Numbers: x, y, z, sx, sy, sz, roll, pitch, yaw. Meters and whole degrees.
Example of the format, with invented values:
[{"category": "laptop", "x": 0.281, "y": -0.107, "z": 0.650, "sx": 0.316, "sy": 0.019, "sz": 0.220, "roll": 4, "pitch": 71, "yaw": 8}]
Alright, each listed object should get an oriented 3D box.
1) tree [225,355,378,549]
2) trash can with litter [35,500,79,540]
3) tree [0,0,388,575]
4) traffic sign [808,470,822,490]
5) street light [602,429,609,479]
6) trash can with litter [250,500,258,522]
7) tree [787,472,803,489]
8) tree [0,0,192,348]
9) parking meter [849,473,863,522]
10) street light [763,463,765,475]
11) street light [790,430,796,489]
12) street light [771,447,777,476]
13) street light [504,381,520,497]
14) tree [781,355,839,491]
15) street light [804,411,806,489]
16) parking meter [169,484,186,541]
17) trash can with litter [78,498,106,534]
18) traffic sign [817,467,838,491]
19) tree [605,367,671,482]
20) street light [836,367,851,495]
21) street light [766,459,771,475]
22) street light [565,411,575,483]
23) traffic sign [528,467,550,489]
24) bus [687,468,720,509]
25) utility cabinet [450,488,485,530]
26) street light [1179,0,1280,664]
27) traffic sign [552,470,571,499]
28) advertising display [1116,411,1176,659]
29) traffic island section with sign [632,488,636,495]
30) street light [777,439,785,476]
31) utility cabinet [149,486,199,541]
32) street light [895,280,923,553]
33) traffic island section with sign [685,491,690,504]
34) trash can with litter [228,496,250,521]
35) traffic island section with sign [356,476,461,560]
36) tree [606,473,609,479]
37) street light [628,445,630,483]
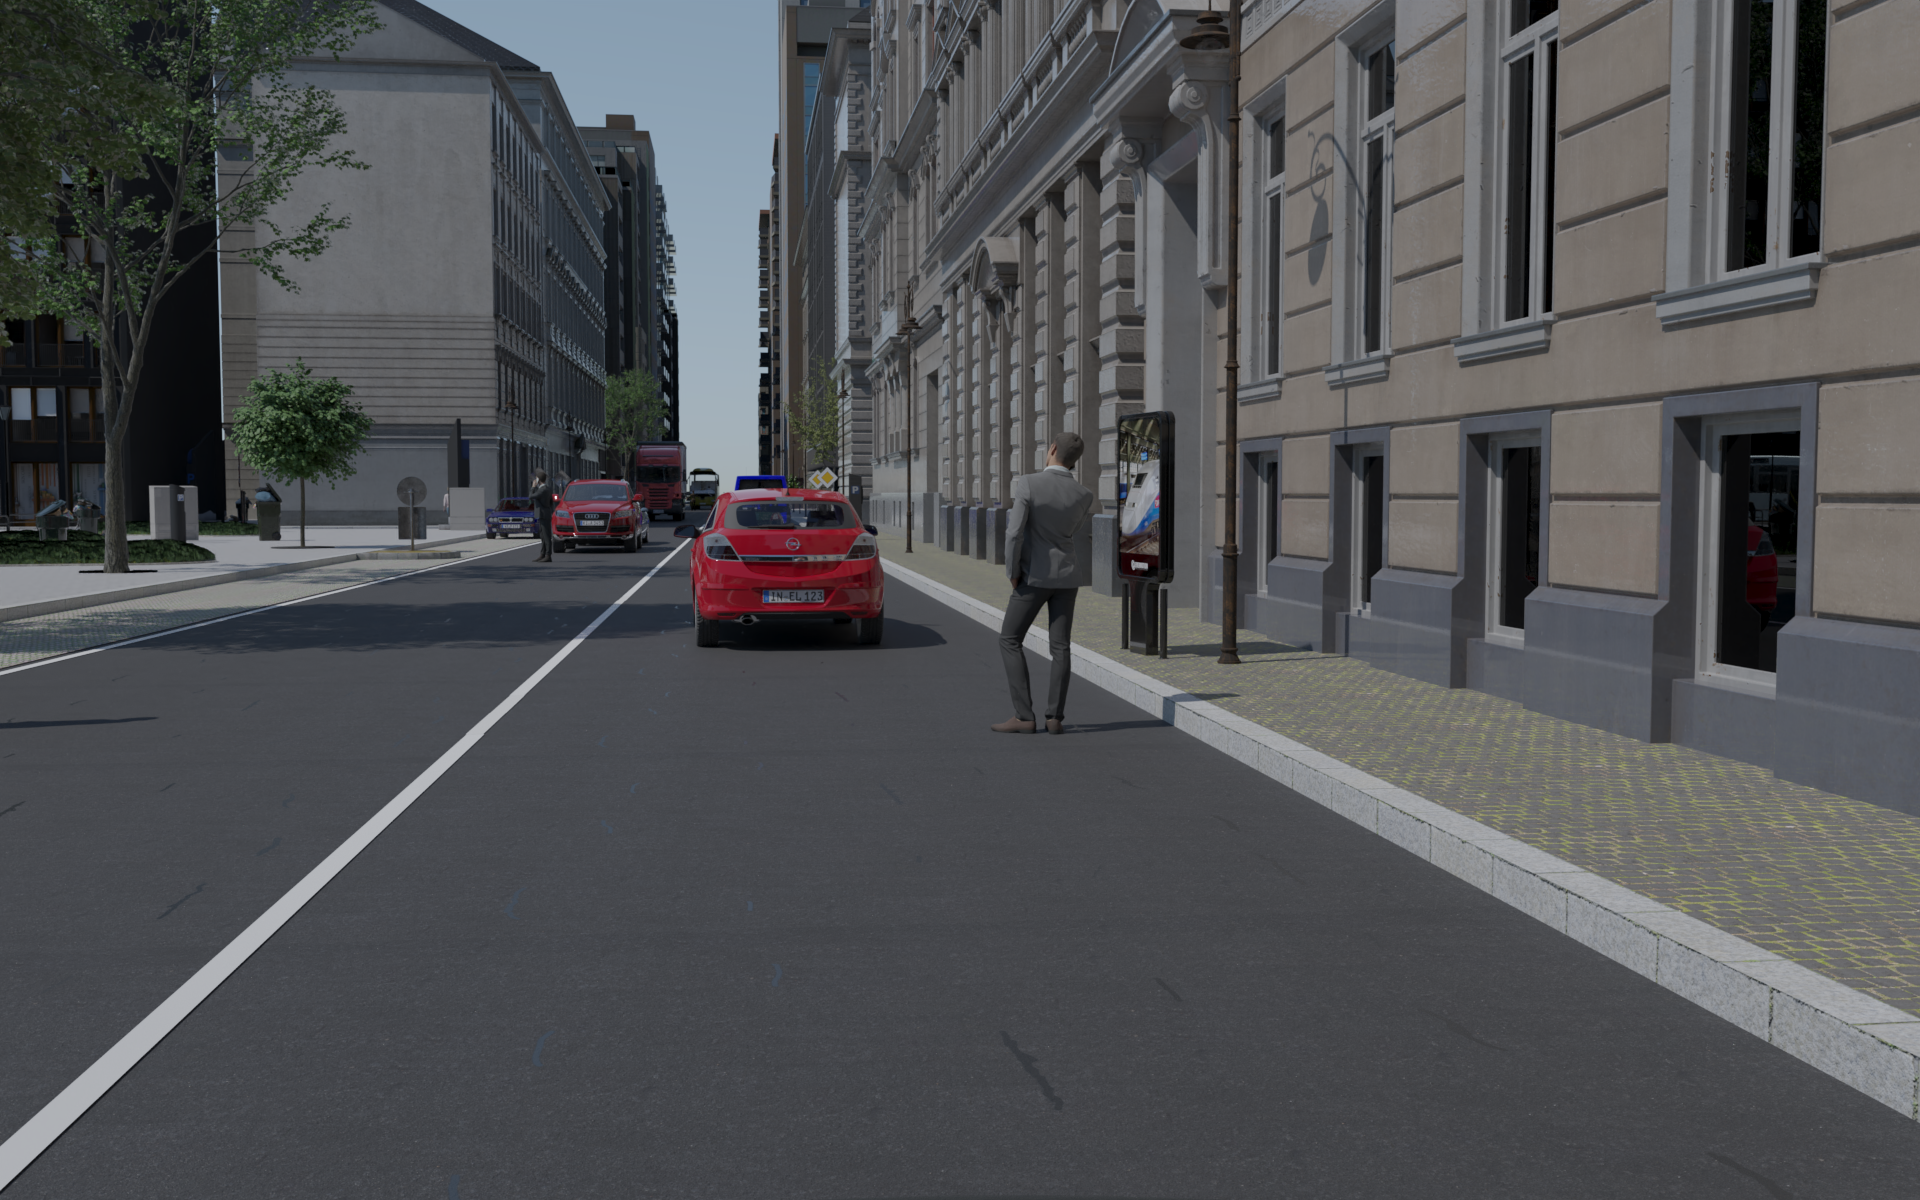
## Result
[{"category": "tree", "x": -15.571, "y": -3.501, "z": 40.960, "sx": 4.285, "sy": 4.588, "sz": 4.351, "roll": 0, "pitch": 3, "yaw": 0}, {"category": "trash can with litter", "x": -18.182, "y": -1.400, "z": 34.275, "sx": 0.624, "sy": 1.170, "sz": 1.055, "roll": 3, "pitch": 5, "yaw": 40}, {"category": "tree", "x": -13.592, "y": -6.250, "z": 27.946, "sx": 9.928, "sy": 11.665, "sz": 9.643, "roll": 0, "pitch": 3, "yaw": 0}, {"category": "traffic sign", "x": -5.920, "y": -4.186, "z": 72.083, "sx": 0.795, "sy": 2.450, "sz": 0.064, "roll": 0, "pitch": 4, "yaw": -7}, {"category": "street light", "x": -24.758, "y": -9.068, "z": 121.047, "sx": 0.468, "sy": 5.910, "sz": 1.993, "roll": 0, "pitch": 4, "yaw": -7}, {"category": "trash can with litter", "x": -23.802, "y": -2.923, "z": 59.172, "sx": 0.624, "sy": 1.170, "sz": 1.055, "roll": -1, "pitch": 4, "yaw": -21}, {"category": "tree", "x": -14.677, "y": -9.512, "z": 150.124, "sx": 1.663, "sy": 3.219, "sz": 1.824, "roll": 0, "pitch": 3, "yaw": 0}, {"category": "tree", "x": -11.074, "y": -6.016, "z": 16.486, "sx": 7.486, "sy": 12.596, "sz": 7.792, "roll": 0, "pitch": 3, "yaw": 0}, {"category": "parking meter", "x": -2.905, "y": -2.610, "z": 48.377, "sx": 0.399, "sy": 1.863, "sz": 0.255, "roll": 0, "pitch": 4, "yaw": -1}, {"category": "street light", "x": -24.668, "y": -15.257, "z": 222.238, "sx": 0.468, "sy": 5.910, "sz": 1.993, "roll": 0, "pitch": 4, "yaw": -7}, {"category": "street light", "x": -11.675, "y": -9.089, "z": 121.394, "sx": 0.468, "sy": 5.910, "sz": 1.993, "roll": 0, "pitch": 4, "yaw": -7}, {"category": "street light", "x": -18.215, "y": -12.189, "z": 172.084, "sx": 0.468, "sy": 5.910, "sz": 1.993, "roll": 0, "pitch": 4, "yaw": -7}, {"category": "street light", "x": -18.364, "y": -6.014, "z": 71.121, "sx": 0.468, "sy": 5.910, "sz": 1.993, "roll": 0, "pitch": 4, "yaw": -7}, {"category": "tree", "x": -6.776, "y": -8.483, "z": 89.053, "sx": 4.737, "sy": 8.622, "sz": 4.395, "roll": 0, "pitch": 3, "yaw": 0}, {"category": "street light", "x": -8.625, "y": -7.577, "z": 96.665, "sx": 0.468, "sy": 5.910, "sz": 1.993, "roll": 0, "pitch": 4, "yaw": -7}, {"category": "parking meter", "x": -20.409, "y": -2.250, "z": 45.193, "sx": 0.372, "sy": 1.533, "sz": 0.369, "roll": 0, "pitch": 3, "yaw": 0}, {"category": "trash can with litter", "x": -24.409, "y": -2.296, "z": 48.934, "sx": 0.624, "sy": 1.170, "sz": 1.055, "roll": 2, "pitch": 4, "yaw": 32}, {"category": "traffic sign", "x": -4.908, "y": -3.701, "z": 64.162, "sx": 0.795, "sy": 2.450, "sz": 0.064, "roll": 0, "pitch": 4, "yaw": -7}, {"category": "tree", "x": -27.217, "y": -13.174, "z": 141.150, "sx": 9.928, "sy": 11.665, "sz": 9.643, "roll": 0, "pitch": 3, "yaw": 0}, {"category": "street light", "x": -4.253, "y": -5.523, "z": 63.083, "sx": 0.468, "sy": 5.910, "sz": 1.993, "roll": 0, "pitch": 4, "yaw": -7}, {"category": "street light", "x": -21.444, "y": -13.701, "z": 196.791, "sx": 0.468, "sy": 5.910, "sz": 1.993, "roll": 0, "pitch": 4, "yaw": -7}, {"category": "street light", "x": -21.660, "y": -7.550, "z": 96.224, "sx": 0.468, "sy": 5.910, "sz": 1.993, "roll": 0, "pitch": 4, "yaw": -7}, {"category": "traffic sign", "x": -15.271, "y": -3.622, "z": 62.864, "sx": 0.795, "sy": 2.450, "sz": 0.064, "roll": 0, "pitch": 4, "yaw": -7}, {"category": "bus", "x": -24.337, "y": -10.611, "z": 165.034, "sx": 2.896, "sy": 3.916, "sz": 12.252, "roll": 0, "pitch": 4, "yaw": -6}, {"category": "utility cabinet", "x": -17.300, "y": -3.190, "z": 60.835, "sx": 1.173, "sy": 1.500, "sz": 0.318, "roll": -1, "pitch": 4, "yaw": -14}, {"category": "street light", "x": 2.041, "y": -2.457, "z": 12.953, "sx": 0.468, "sy": 5.910, "sz": 1.993, "roll": 0, "pitch": 4, "yaw": -7}, {"category": "traffic sign", "x": -16.283, "y": -4.107, "z": 70.785, "sx": 0.795, "sy": 2.450, "sz": 0.064, "roll": 0, "pitch": 4, "yaw": -7}, {"category": "advertising display", "x": 1.477, "y": -0.528, "z": 13.852, "sx": 0.123, "sy": 1.923, "sz": 0.974, "roll": -1, "pitch": 4, "yaw": -15}, {"category": "traffic island section with sign", "x": -22.636, "y": -6.830, "z": 120.303, "sx": 1.989, "sy": 1.847, "sz": 2.006, "roll": 0, "pitch": 4, "yaw": -7}, {"category": "street light", "x": -14.972, "y": -10.612, "z": 146.296, "sx": 0.468, "sy": 5.910, "sz": 1.993, "roll": 0, "pitch": 4, "yaw": -7}, {"category": "utility cabinet", "x": -21.284, "y": -2.339, "z": 46.925, "sx": 0.318, "sy": 1.500, "sz": 1.173, "roll": 3, "pitch": 5, "yaw": 41}, {"category": "street light", "x": -1.111, "y": -3.968, "z": 37.669, "sx": 0.468, "sy": 5.910, "sz": 1.993, "roll": 0, "pitch": 4, "yaw": -7}, {"category": "traffic island section with sign", "x": -42.838, "y": -16.514, "z": 278.627, "sx": 1.989, "sy": 1.847, "sz": 2.006, "roll": 0, "pitch": 4, "yaw": -7}, {"category": "trash can with litter", "x": -33.559, "y": -4.237, "z": 80.670, "sx": 0.624, "sy": 1.170, "sz": 1.055, "roll": 1, "pitch": 4, "yaw": 21}, {"category": "traffic island section with sign", "x": -12.183, "y": -1.822, "z": 38.419, "sx": 1.989, "sy": 1.847, "sz": 2.006, "roll": 0, "pitch": 4, "yaw": -7}, {"category": "tree", "x": -27.351, "y": -8.478, "z": 133.211, "sx": 1.663, "sy": 3.219, "sz": 1.824, "roll": 0, "pitch": 3, "yaw": 0}, {"category": "street light", "x": -28.102, "y": -10.648, "z": 146.878, "sx": 0.468, "sy": 5.910, "sz": 1.993, "roll": 0, "pitch": 4, "yaw": -7}]
